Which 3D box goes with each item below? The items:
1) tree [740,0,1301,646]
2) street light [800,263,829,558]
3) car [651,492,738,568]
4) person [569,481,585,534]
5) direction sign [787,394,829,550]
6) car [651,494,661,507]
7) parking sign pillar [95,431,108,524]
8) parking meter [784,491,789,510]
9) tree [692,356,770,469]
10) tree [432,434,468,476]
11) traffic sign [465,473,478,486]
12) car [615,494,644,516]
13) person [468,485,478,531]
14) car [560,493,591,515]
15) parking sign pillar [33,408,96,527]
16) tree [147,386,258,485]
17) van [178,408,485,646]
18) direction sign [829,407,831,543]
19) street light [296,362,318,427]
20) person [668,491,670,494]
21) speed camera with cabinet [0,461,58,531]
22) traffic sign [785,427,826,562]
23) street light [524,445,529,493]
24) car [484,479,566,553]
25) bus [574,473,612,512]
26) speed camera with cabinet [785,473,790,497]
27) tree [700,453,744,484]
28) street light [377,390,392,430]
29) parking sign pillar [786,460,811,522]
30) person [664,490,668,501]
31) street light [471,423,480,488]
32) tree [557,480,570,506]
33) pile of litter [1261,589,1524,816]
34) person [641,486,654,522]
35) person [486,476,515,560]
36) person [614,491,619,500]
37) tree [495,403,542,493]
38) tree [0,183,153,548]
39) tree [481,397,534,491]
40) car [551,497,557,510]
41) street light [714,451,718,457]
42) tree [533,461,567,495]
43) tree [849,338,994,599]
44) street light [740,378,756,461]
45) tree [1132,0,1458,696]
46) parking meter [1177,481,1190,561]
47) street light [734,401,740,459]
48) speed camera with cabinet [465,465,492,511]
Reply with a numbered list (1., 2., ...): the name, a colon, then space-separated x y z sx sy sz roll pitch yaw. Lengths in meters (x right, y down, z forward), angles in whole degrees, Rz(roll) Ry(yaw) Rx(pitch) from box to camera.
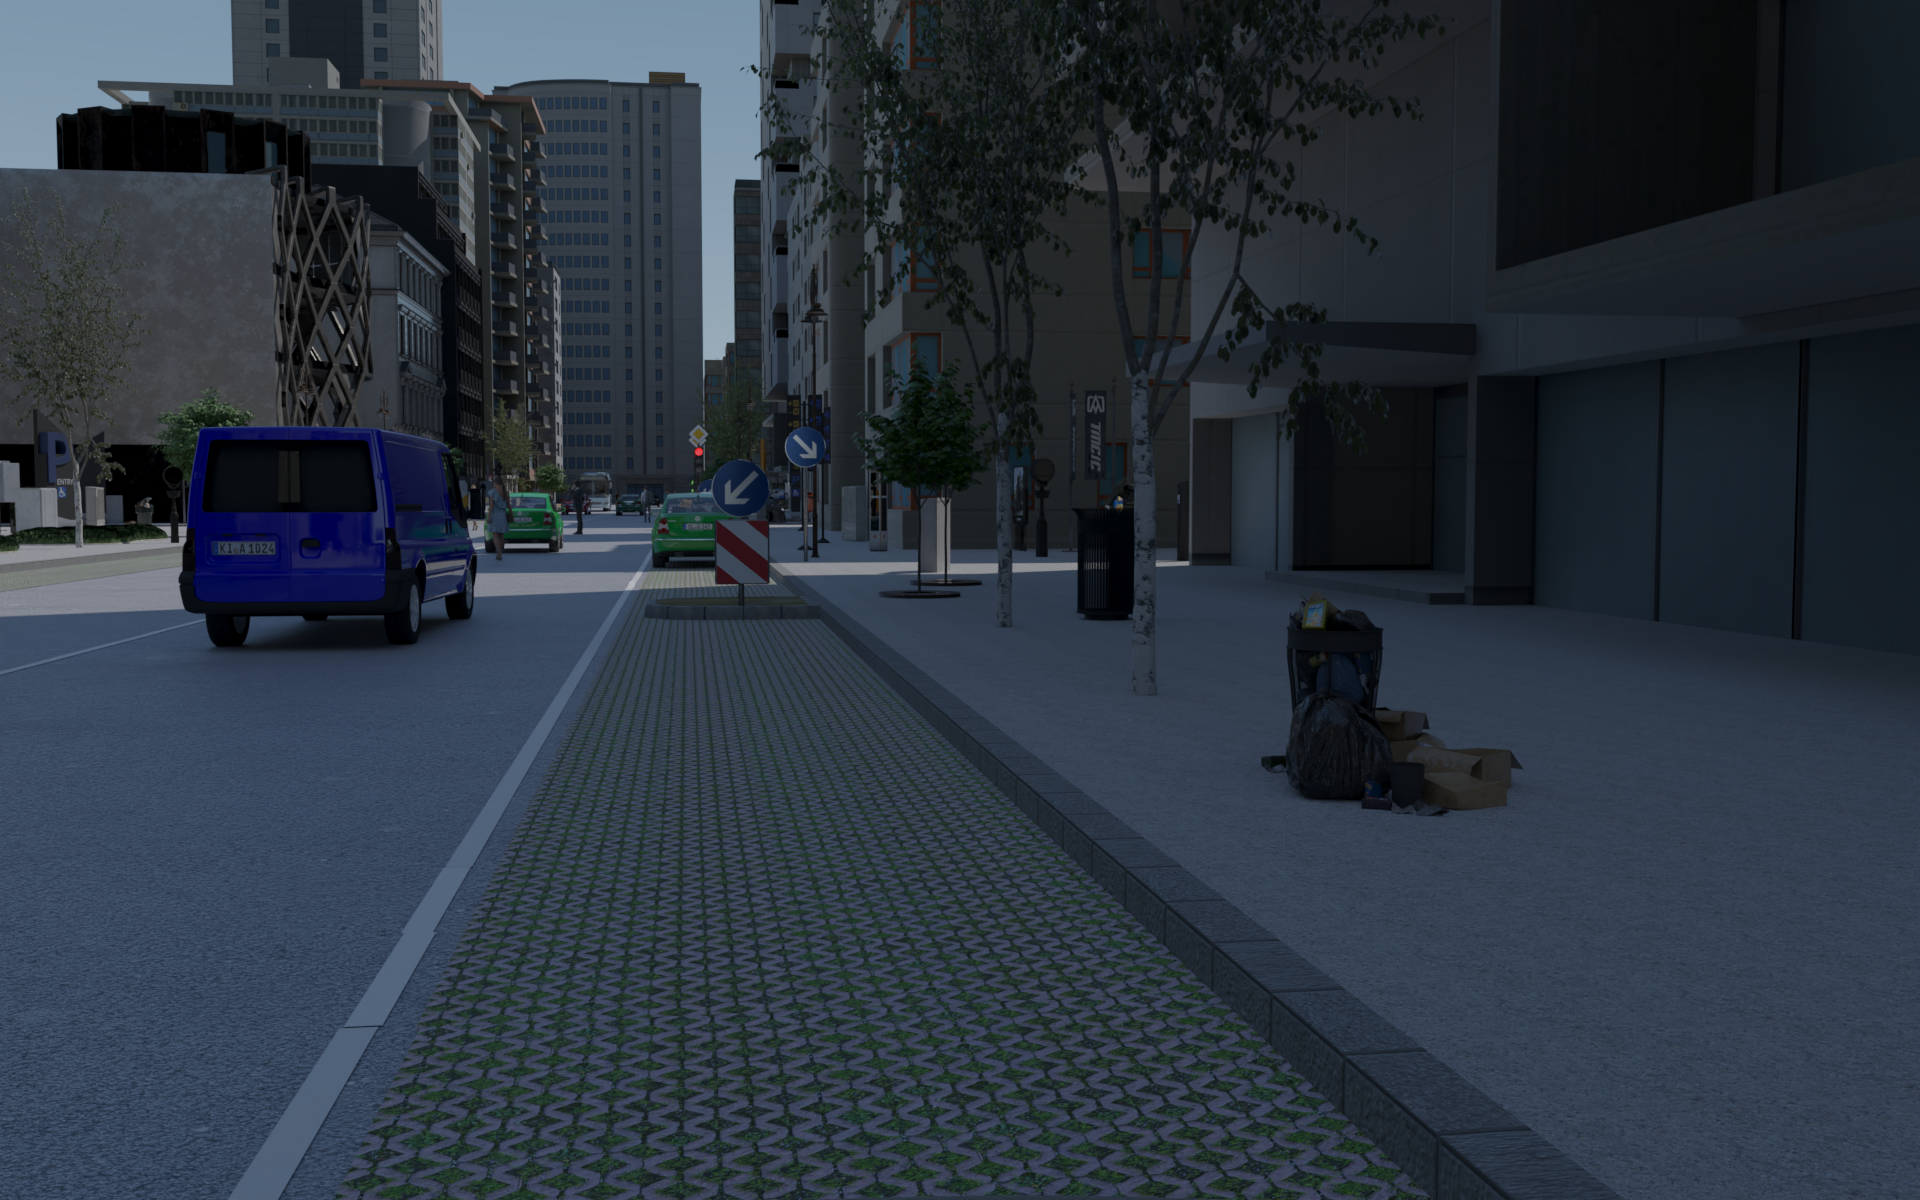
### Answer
1. tree: 0.212 -4.037 16.365 4.360 8.622 3.978 0 3 0
2. street light: -2.932 -3.799 34.902 0.468 5.910 1.993 -1 4 -9
3. car: -5.277 -1.602 34.983 1.959 1.807 4.718 0 4 -8
4. person: -13.615 -3.282 61.515 0.474 1.900 0.648 0 4 0
5. direction sign: -3.541 -2.907 39.531 0.876 3.537 0.379 1 4 20
6. car: -33.153 -10.788 186.173 2.009 1.686 4.222 -1 4 -10
7. parking sign pillar: -37.131 -5.215 73.736 1.447 3.967 1.447 -3 4 -38
8. parking meter: -14.020 -8.055 140.109 0.372 1.533 0.369 0 3 0
9. tree: -11.963 -8.644 91.699 4.737 8.622 4.395 0 3 0
10. tree: -28.283 -6.711 93.444 4.285 4.588 4.351 0 3 0
11. traffic sign: -29.870 -6.471 105.900 0.768 2.556 0.104 0 4 0
12. car: -22.039 -6.371 115.956 2.131 1.459 4.920 0 4 -7
13. person: -19.057 -3.621 68.060 0.694 1.780 0.624 2 4 29
14. car: -26.482 -6.757 119.516 2.155 1.783 4.494 0 4 -7
15. parking sign pillar: -28.605 -4.056 54.789 1.447 3.967 1.447 1 4 14
16. tree: -22.758 -4.207 52.493 4.285 4.588 4.351 0 3 0
17. van: -6.332 -0.835 18.042 2.240 2.365 5.245 0 4 -7
18. direction sign: -3.588 -3.257 45.254 0.379 3.537 0.876 -2 4 -31
19. street light: -22.961 -5.392 60.944 0.468 5.910 1.993 -1 4 -9
20. person: -35.536 -12.452 212.537 0.568 1.767 0.683 2 4 23
21. speed camera with cabinet: -26.264 -3.311 48.466 2.038 3.252 0.660 1 4 20
22. traffic sign: -2.931 -2.004 32.872 0.768 2.556 0.104 0 4 -7
23. street light: -36.088 -10.471 143.996 0.468 5.910 1.993 -1 4 -9
24. car: -11.004 -2.144 43.843 1.959 1.807 4.718 -1 4 -11
25. bus: -30.396 -9.129 144.124 2.948 3.499 13.247 -1 4 -10
26. speed camera with cabinet: -14.012 -9.209 144.897 0.660 3.252 2.038 3 5 39
27. tree: -16.702 -8.642 125.015 4.285 4.588 4.351 0 3 0
28. street light: -25.430 -6.351 76.628 0.468 5.910 1.993 -1 4 -9
29. parking sign pillar: -7.624 -5.607 80.142 1.447 3.967 1.447 0 4 -8
30. person: -24.987 -8.443 146.889 0.444 1.785 0.601 1 4 19
31. street light: -30.769 -8.397 110.071 0.468 5.910 1.993 -1 4 -9
32. tree: -44.160 -12.056 191.712 1.663 3.219 1.824 0 3 0
33. pile of litter: 1.912 0.380 7.749 1.176 0.858 1.719 1 4 18
34. person: -15.881 -4.858 88.033 0.679 1.850 0.850 -1 4 -18
35. person: -9.918 -1.763 37.411 0.616 1.811 0.778 -2 4 -25
36. person: -36.711 -10.754 185.144 0.721 1.723 1.217 -2 4 -33
37. tree: -35.876 -11.595 139.947 4.360 8.622 3.978 0 3 0
38. tree: -21.117 -5.541 40.965 4.360 8.622 3.978 0 3 0
39. tree: -34.262 -11.083 131.565 4.737 8.622 4.395 0 3 0
40. car: -24.874 -5.502 102.316 2.083 1.381 4.827 0 4 -8
41. street light: -21.342 -10.953 151.862 0.468 5.910 1.993 -1 4 -9
42. tree: -40.425 -11.451 170.943 4.285 4.588 4.351 0 3 0
43. tree: -0.560 -1.661 21.765 1.663 3.219 1.824 0 3 0
44. street light: -8.389 -5.896 69.180 0.468 5.910 1.993 -1 4 -9
45. tree: 1.291 -3.685 10.615 4.360 8.622 3.978 0 3 0
46. parking meter: 4.355 -1.517 33.207 0.372 1.533 0.369 0 3 0
47. street light: -10.821 -6.860 84.951 0.468 5.910 1.993 -1 4 -9
48. speed camera with cabinet: -33.287 -7.670 119.747 2.038 3.252 0.660 2 4 29
